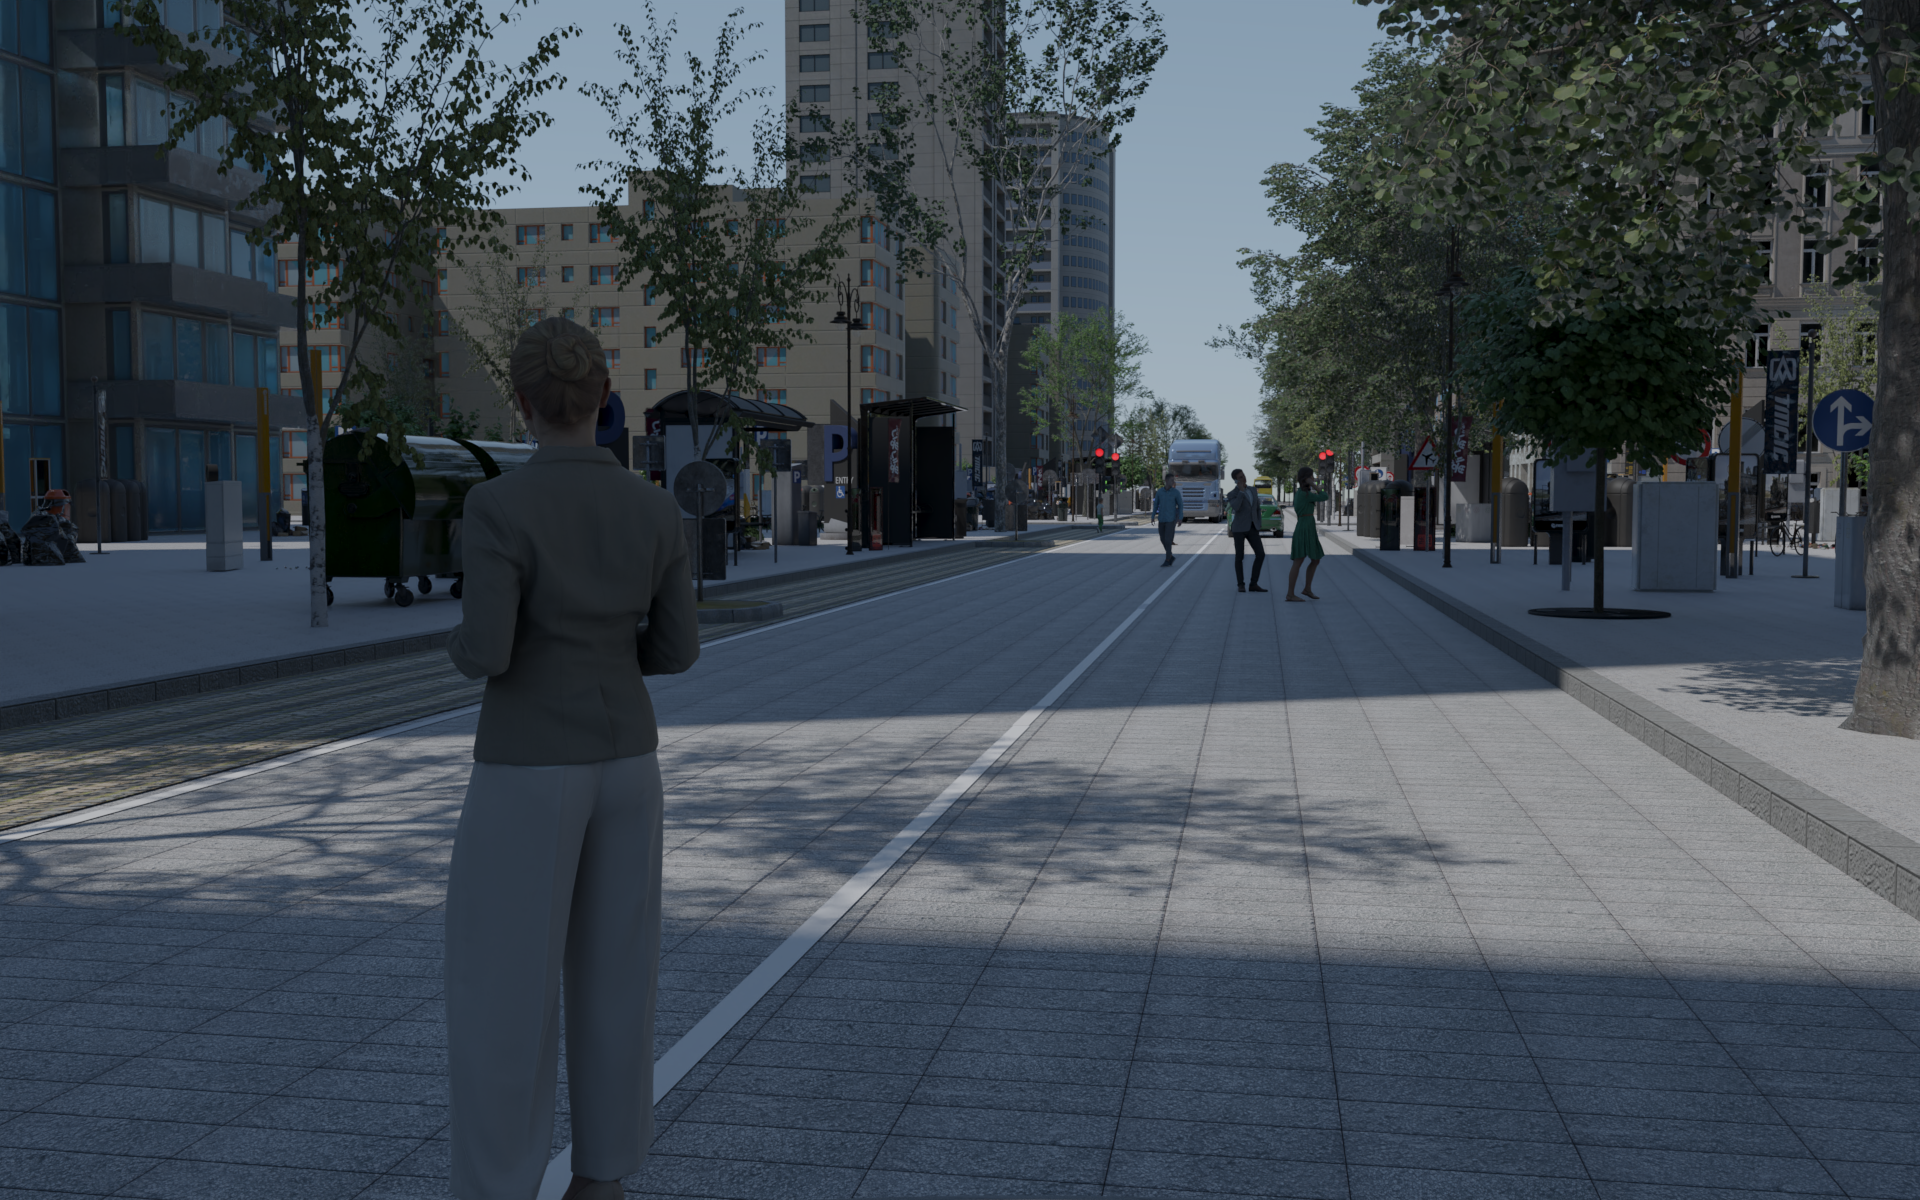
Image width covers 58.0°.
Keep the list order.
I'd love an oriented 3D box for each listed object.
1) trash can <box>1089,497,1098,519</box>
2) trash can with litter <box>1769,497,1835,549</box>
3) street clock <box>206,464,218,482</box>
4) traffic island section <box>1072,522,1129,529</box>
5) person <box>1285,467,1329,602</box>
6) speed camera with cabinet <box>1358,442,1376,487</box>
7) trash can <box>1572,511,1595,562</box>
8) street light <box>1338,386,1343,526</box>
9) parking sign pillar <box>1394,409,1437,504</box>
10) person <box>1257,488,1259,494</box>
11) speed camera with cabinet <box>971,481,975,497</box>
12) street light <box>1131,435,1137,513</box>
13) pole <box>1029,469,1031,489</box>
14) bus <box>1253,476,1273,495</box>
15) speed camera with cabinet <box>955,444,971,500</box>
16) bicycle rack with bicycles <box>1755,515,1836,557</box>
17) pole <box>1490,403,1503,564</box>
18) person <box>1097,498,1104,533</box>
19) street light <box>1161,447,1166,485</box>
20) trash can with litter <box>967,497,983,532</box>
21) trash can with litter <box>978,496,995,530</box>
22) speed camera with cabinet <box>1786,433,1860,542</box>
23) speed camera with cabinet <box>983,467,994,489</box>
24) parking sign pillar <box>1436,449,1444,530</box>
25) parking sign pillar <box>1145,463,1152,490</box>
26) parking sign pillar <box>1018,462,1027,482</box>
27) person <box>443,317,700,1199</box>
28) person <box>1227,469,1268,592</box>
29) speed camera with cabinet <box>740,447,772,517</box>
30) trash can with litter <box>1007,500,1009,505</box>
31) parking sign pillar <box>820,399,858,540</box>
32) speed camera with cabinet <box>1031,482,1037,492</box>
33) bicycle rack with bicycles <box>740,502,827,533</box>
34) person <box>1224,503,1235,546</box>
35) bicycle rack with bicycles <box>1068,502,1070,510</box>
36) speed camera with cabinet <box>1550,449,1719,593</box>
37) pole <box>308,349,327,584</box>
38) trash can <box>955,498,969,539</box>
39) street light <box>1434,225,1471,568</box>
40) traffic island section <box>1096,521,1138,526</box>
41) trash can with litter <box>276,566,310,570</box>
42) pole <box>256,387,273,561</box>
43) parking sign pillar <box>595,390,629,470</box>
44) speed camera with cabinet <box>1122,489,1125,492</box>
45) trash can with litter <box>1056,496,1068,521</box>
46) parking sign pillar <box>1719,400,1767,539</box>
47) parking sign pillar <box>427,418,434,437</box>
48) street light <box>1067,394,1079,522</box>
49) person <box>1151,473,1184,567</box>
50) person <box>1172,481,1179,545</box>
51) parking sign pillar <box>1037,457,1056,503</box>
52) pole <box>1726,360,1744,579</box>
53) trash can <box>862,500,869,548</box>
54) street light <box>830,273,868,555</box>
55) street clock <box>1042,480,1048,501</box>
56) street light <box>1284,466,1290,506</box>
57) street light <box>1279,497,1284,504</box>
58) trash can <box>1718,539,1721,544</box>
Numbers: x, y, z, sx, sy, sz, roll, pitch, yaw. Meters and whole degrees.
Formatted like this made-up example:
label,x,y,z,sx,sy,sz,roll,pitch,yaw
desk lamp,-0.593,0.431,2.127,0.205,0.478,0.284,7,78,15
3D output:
label,x,y,z,sx,sy,sz,roll,pitch,yaw
trash can,6.934,-4.791,89.994,0.748,1.137,0.748,0,3,0
trash can with litter,20.165,-1.835,41.066,1.678,1.210,2.233,1,4,22
street clock,-18.205,-2.302,42.201,0.358,2.002,0.471,-2,4,-31
traffic island section,5.742,-3.006,71.425,2.009,0.180,2.903,1,4,10
person,4.593,-0.881,23.147,0.529,1.795,0.600,-1,4,-11
speed camera with cabinet,15.366,-4.307,64.749,0.660,3.252,2.038,0,4,2
trash can,11.684,-1.286,32.686,0.748,1.137,0.748,0,3,0
street light,15.116,-5.869,68.753,0.468,5.910,1.993,1,4,10
parking sign pillar,14.149,-4.071,55.040,1.447,3.967,1.447,2,4,27
person,19.762,-6.553,115.598,0.622,1.834,0.822,-3,4,-39
speed camera with cabinet,0.453,-7.327,114.129,0.660,3.252,2.038,1,4,14
street light,11.834,-8.923,118.684,0.468,5.910,1.993,1,4,10
pole,5.600,-8.848,138.515,0.158,3.312,0.155,0,3,0
bus,42.159,-15.257,241.002,2.896,3.916,12.252,1,4,10
speed camera with cabinet,-0.502,-4.525,68.326,0.660,3.252,2.038,-2,4,-32
bicycle rack with bicycles,17.711,-1.349,35.431,2.852,0.926,2.925,3,5,43
pole,9.876,-2.324,31.838,0.158,3.312,0.155,0,3,0
person,5.133,-3.103,63.476,0.306,1.304,0.590,2,4,31
street light,18.186,-11.156,155.186,0.468,5.910,1.993,1,4,10
trash can with litter,0.384,-2.952,59.654,0.624,1.170,1.055,1,4,15
trash can with litter,0.653,-3.113,61.947,2.233,1.210,1.678,0,4,1
speed camera with cabinet,23.143,-3.206,46.762,2.038,3.252,0.660,0,4,1
speed camera with cabinet,2.658,-8.066,126.221,2.038,3.252,0.660,-2,4,-26
parking sign pillar,17.761,-4.522,62.404,1.447,3.967,1.447,1,4,12
parking sign pillar,15.898,-9.783,148.426,1.447,3.967,1.447,-3,5,-44
parking sign pillar,5.298,-9.692,146.934,1.447,3.967,1.447,1,4,16
person,-0.767,0.352,3.299,0.519,1.759,0.362,-3,5,-41
person,4.202,-1.018,25.322,0.592,1.802,0.473,-1,4,-8
speed camera with cabinet,-8.539,-4.813,73.023,2.038,3.252,0.660,-1,4,-13
trash can with litter,2.144,-4.279,81.353,0.624,1.170,1.055,-2,4,-24
parking sign pillar,-3.238,-3.691,48.812,1.447,3.967,1.447,3,5,40
speed camera with cabinet,5.584,-9.103,143.161,0.660,3.252,2.038,-3,4,-38
bicycle rack with bicycles,-5.446,-2.658,56.847,2.925,0.926,2.852,0,4,3
person,7.771,-2.411,48.263,0.623,1.781,0.721,-2,4,-27
bicycle rack with bicycles,9.806,-7.532,136.535,2.852,0.926,2.925,0,4,-8
speed camera with cabinet,8.915,-1.749,22.931,2.038,3.252,0.660,1,4,14
pole,-9.119,-1.880,24.577,0.158,3.312,0.155,0,3,0
trash can,-0.113,-2.327,49.692,0.748,1.137,0.748,0,3,0
street light,8.507,-3.503,30.064,0.468,5.910,1.993,1,4,10
traffic island section,7.100,-3.487,79.294,2.009,0.180,2.903,1,4,10
trash can with litter,-10.495,-1.122,29.398,1.678,1.210,2.233,-3,5,-40
pole,-13.337,-2.408,33.206,0.158,3.312,0.155,0,3,0
parking sign pillar,-6.734,-2.674,32.188,1.447,3.967,1.447,2,4,30
speed camera with cabinet,11.341,-8.178,128.041,2.038,3.252,0.660,-2,4,-33
trash can with litter,4.735,-4.285,81.449,0.624,1.170,1.055,-1,4,-10
parking sign pillar,22.673,-3.771,50.130,1.447,3.967,1.447,-2,4,-34
parking sign pillar,-18.819,-4.497,61.994,1.447,3.967,1.447,-1,4,-23
street light,5.237,-6.559,80.030,0.468,5.910,1.993,1,4,10
person,4.144,-1.578,34.165,0.638,1.841,0.748,3,5,39
person,5.900,-2.435,48.489,0.721,1.800,0.419,-2,4,-35
parking sign pillar,6.200,-8.316,124.445,1.447,3.967,1.447,-1,4,-11
pole,11.753,-1.983,26.270,0.158,3.312,0.155,0,3,0
trash can,-2.197,-1.802,41.116,0.748,1.137,0.748,0,3,0
street light,-2.330,-3.894,36.447,0.468,5.910,1.993,1,4,10
street clock,4.431,-5.244,90.307,0.358,2.002,0.471,1,4,14
street light,35.774,-13.165,188.040,0.468,5.910,1.993,1,4,10
street light,42.419,-15.529,226.685,0.468,5.910,1.993,1,4,10
trash can,19.564,-1.985,44.110,0.748,1.137,0.748,0,3,0
